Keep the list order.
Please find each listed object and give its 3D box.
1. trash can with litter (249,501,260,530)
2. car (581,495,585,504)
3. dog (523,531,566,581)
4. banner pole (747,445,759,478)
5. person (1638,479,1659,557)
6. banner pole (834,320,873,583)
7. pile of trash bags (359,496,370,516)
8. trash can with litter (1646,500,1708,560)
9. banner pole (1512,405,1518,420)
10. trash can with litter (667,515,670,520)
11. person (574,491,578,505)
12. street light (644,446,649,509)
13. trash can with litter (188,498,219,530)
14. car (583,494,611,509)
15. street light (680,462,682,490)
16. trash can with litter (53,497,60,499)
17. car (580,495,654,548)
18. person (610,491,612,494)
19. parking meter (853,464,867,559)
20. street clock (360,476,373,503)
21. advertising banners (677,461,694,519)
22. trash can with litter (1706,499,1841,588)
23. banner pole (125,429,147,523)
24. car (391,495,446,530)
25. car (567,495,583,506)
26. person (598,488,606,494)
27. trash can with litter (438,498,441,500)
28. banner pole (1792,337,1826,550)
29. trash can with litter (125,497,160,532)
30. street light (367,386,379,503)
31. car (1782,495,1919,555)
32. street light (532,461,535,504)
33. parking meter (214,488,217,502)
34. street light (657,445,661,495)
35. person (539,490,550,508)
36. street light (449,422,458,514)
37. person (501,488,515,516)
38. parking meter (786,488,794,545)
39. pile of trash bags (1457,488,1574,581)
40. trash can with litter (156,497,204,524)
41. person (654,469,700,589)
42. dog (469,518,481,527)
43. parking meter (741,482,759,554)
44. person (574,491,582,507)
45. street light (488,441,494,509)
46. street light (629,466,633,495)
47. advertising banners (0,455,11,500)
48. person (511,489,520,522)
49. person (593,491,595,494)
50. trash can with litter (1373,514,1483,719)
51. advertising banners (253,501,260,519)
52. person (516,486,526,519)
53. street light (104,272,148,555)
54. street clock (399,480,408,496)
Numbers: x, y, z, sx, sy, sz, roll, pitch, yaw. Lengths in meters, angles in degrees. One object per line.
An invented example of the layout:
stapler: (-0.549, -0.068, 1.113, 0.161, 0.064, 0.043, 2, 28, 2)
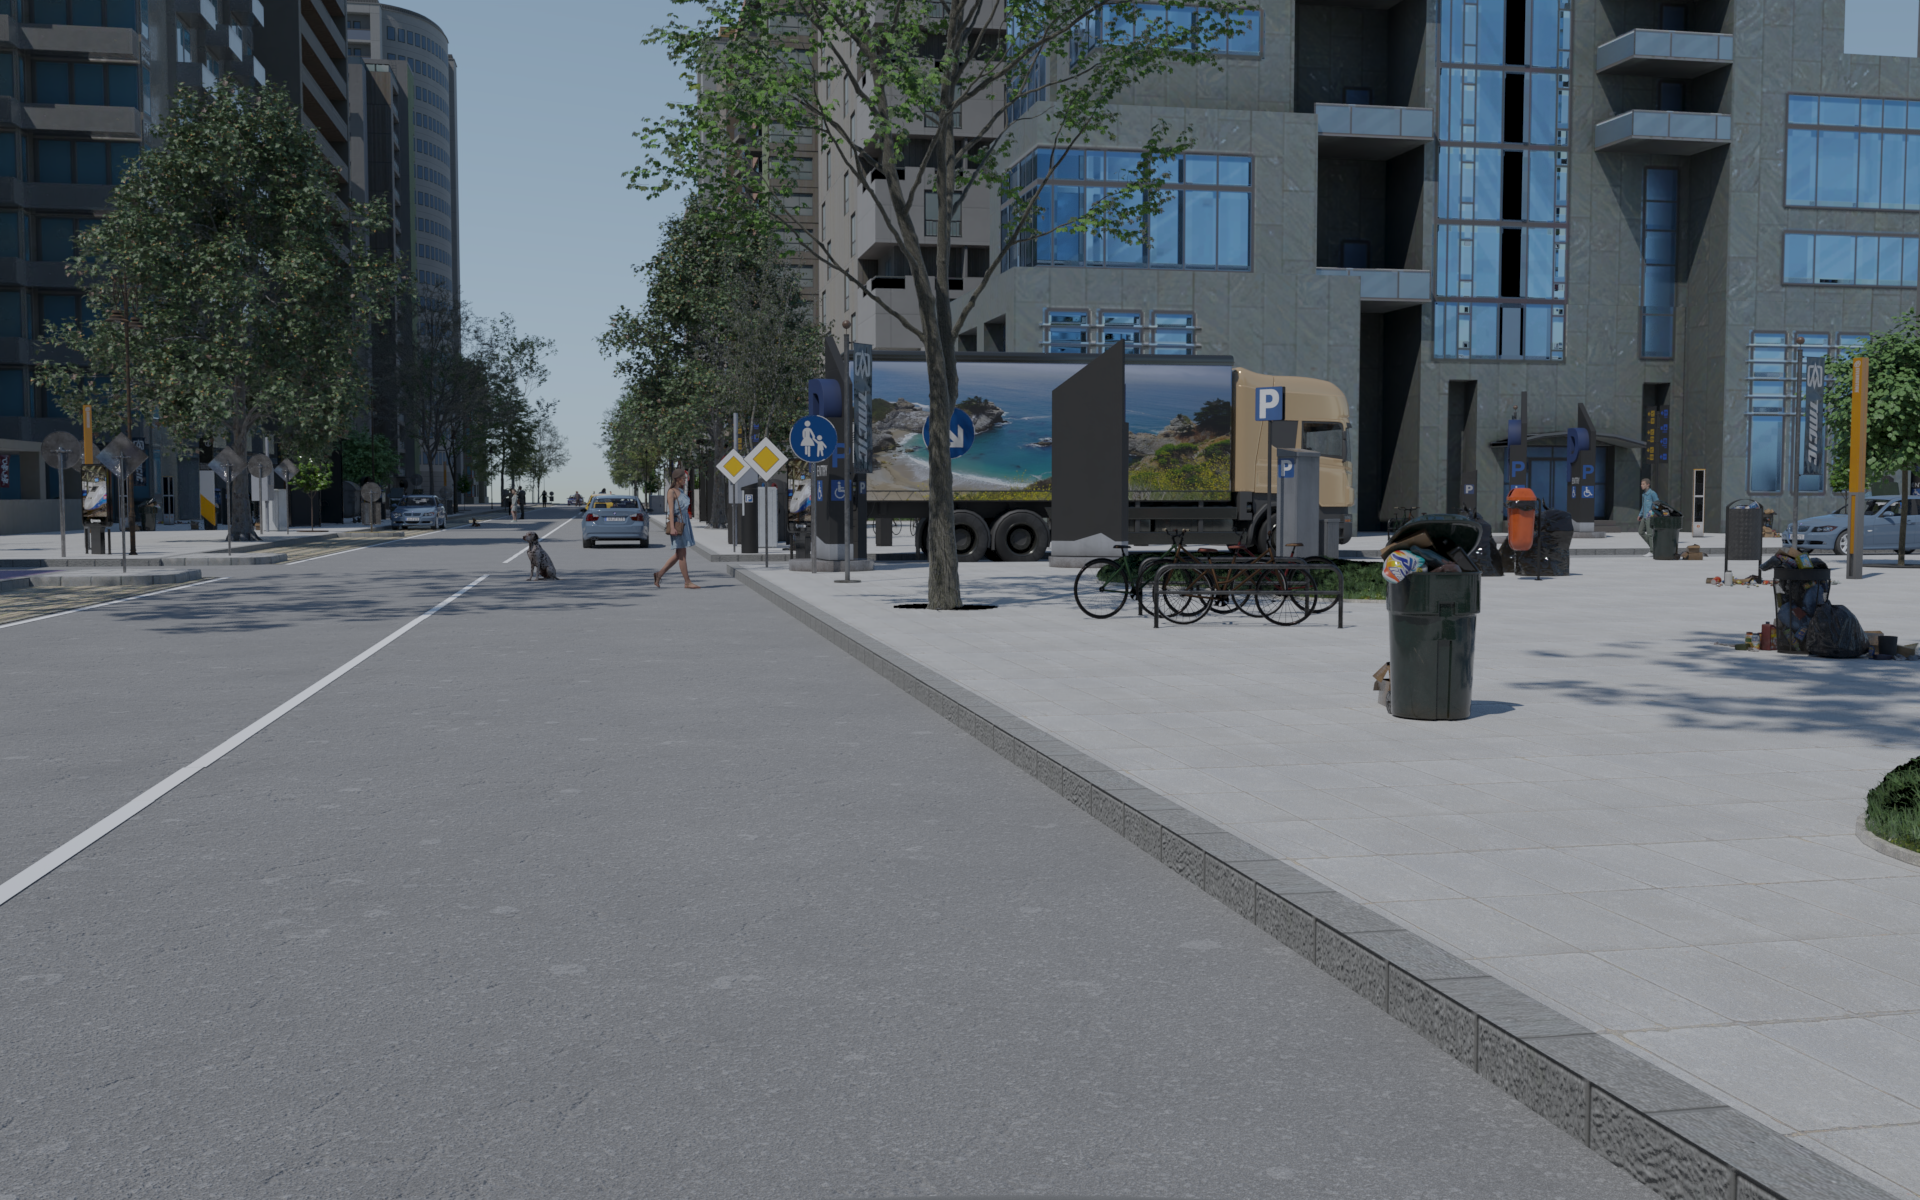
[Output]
trash can with litter: (-24.483, -3.052, 61.282, 1.055, 1.170, 0.624, 0, 4, -3)
car: (-54.104, -14.219, 245.065, 1.945, 1.354, 3.894, -1, 4, -12)
dog: (-6.834, -0.728, 28.742, 0.800, 0.831, 0.513, -1, 4, -13)
banner pole: (-9.383, -5.395, 78.227, 0.863, 3.779, 0.401, 2, 4, 24)
person: (15.745, -1.877, 39.525, 0.444, 1.785, 0.601, 0, 4, 2)
banner pole: (-1.506, -2.153, 25.217, 0.401, 3.779, 0.863, 2, 4, 33)
pile of trash bags: (-34.764, -5.569, 100.803, 1.912, 1.369, 3.447, -2, 4, -30)
trash can with litter: (13.950, -1.364, 33.694, 1.055, 1.170, 0.624, 0, 4, -1)
banner pole: (15.541, -3.588, 48.673, 0.401, 3.779, 0.863, 2, 4, 26)
trash can with litter: (-13.938, -4.518, 85.262, 0.624, 1.170, 1.055, 2, 4, 26)
person: (-48.283, -12.811, 217.941, 1.348, 1.826, 0.705, 1, 4, 19)
street light: (-27.142, -10.836, 149.957, 0.468, 5.910, 1.993, -1, 4, -11)
trash can with litter: (-27.264, -3.120, 62.397, 1.055, 1.170, 0.624, -1, 4, -22)
car: (-19.599, -5.167, 94.704, 2.015, 1.641, 3.980, -1, 4, -13)
street light: (-12.072, -6.237, 74.767, 0.468, 5.910, 1.993, -1, 4, -11)
trash can with litter: (-37.721, -3.735, 72.459, 0.624, 1.170, 1.055, -1, 4, -13)
car: (-9.370, -2.157, 47.266, 2.014, 1.417, 4.499, -1, 4, -10)
person: (-32.666, -9.300, 161.354, 0.742, 1.727, 0.445, -3, 5, -42)
parking meter: (-1.870, -1.558, 31.191, 0.255, 1.863, 0.399, 2, 4, 27)
street clock: (-24.349, -4.069, 71.095, 0.358, 2.002, 0.471, 2, 4, 31)
advertising banners: (-13.858, -5.654, 88.632, 0.090, 3.025, 2.074, 2, 4, 26)
trash can with litter: (11.524, -0.823, 24.508, 2.233, 1.210, 1.678, 0, 4, -4)
banner pole: (-31.924, -4.710, 67.023, 0.863, 3.779, 0.401, -2, 4, -27)
car: (-21.912, -3.559, 70.198, 2.014, 1.417, 4.499, -1, 4, -10)
car: (-47.339, -12.251, 212.880, 1.945, 1.354, 3.894, -1, 4, -11)
person: (-21.121, -5.712, 102.150, 0.793, 1.790, 0.793, 2, 4, 27)
trash can with litter: (-32.281, -5.887, 107.644, 1.055, 1.170, 0.624, 1, 4, 12)
banner pole: (13.566, -2.308, 27.756, 0.863, 3.779, 0.401, -2, 4, -29)
trash can with litter: (-28.063, -2.939, 59.432, 0.624, 1.170, 1.055, 2, 4, 35)
street light: (-24.741, -6.128, 72.983, 0.468, 5.910, 1.993, -1, 4, -11)
car: (21.488, -1.737, 40.408, 4.499, 1.417, 2.014, -1, 4, -11)
street light: (-56.336, -15.661, 228.841, 0.468, 5.910, 1.993, -1, 4, -11)
parking meter: (-31.931, -4.037, 74.415, 0.372, 1.533, 0.369, 0, 3, 0)
street light: (-19.772, -8.602, 113.433, 0.468, 5.910, 1.993, -1, 4, -11)
person: (-44.106, -10.747, 183.844, 1.348, 1.869, 0.705, 1, 4, 20)
street light: (-32.556, -8.481, 111.451, 0.468, 5.910, 1.993, -1, 4, -11)
person: (-29.556, -6.460, 114.127, 1.348, 1.823, 0.705, -2, 4, -24)
parking meter: (-4.206, -2.155, 43.639, 0.372, 1.533, 0.369, 0, 3, 0)
pile of trash bags: (8.618, -1.062, 27.110, 1.912, 1.369, 3.447, 1, 4, 10)
trash can with litter: (-33.488, -3.849, 73.995, 2.233, 1.210, 1.678, 0, 4, 4)
person: (-4.296, -1.073, 26.130, 0.778, 1.811, 0.616, 1, 4, 15)
dog: (-21.210, -3.390, 75.623, 0.550, 0.427, 0.748, 0, 4, -5)
parking meter: (-4.543, -1.773, 37.403, 0.372, 1.533, 0.369, 0, 3, 0)
person: (-43.481, -11.506, 197.182, 0.990, 1.755, 0.434, -2, 4, -26)
street light: (-40.022, -10.714, 147.956, 0.468, 5.910, 1.993, -1, 4, -11)
street light: (-51.147, -18.053, 267.952, 0.468, 5.910, 1.993, -1, 4, -11)
advertising banners: (-40.912, -4.692, 72.906, 0.090, 3.025, 2.074, 2, 4, 31)
person: (-22.678, -4.812, 88.185, 0.522, 1.701, 0.512, -2, 4, -27)
person: (-46.674, -12.995, 221.047, 0.705, 1.814, 1.350, 2, 4, 32)
trash can with litter: (2.655, 0.074, 10.174, 0.624, 1.170, 1.055, 0, 4, -2)
advertising banners: (-35.048, -5.547, 86.882, 0.090, 3.025, 2.074, -3, 5, -43)
person: (-24.960, -5.534, 98.337, 0.474, 1.900, 0.648, 0, 4, 0)
street light: (-17.368, -3.879, 36.205, 0.468, 5.910, 1.993, -1, 4, -11)
street clock: (-27.947, -5.046, 87.069, 0.471, 2.002, 0.358, 3, 5, 41)
